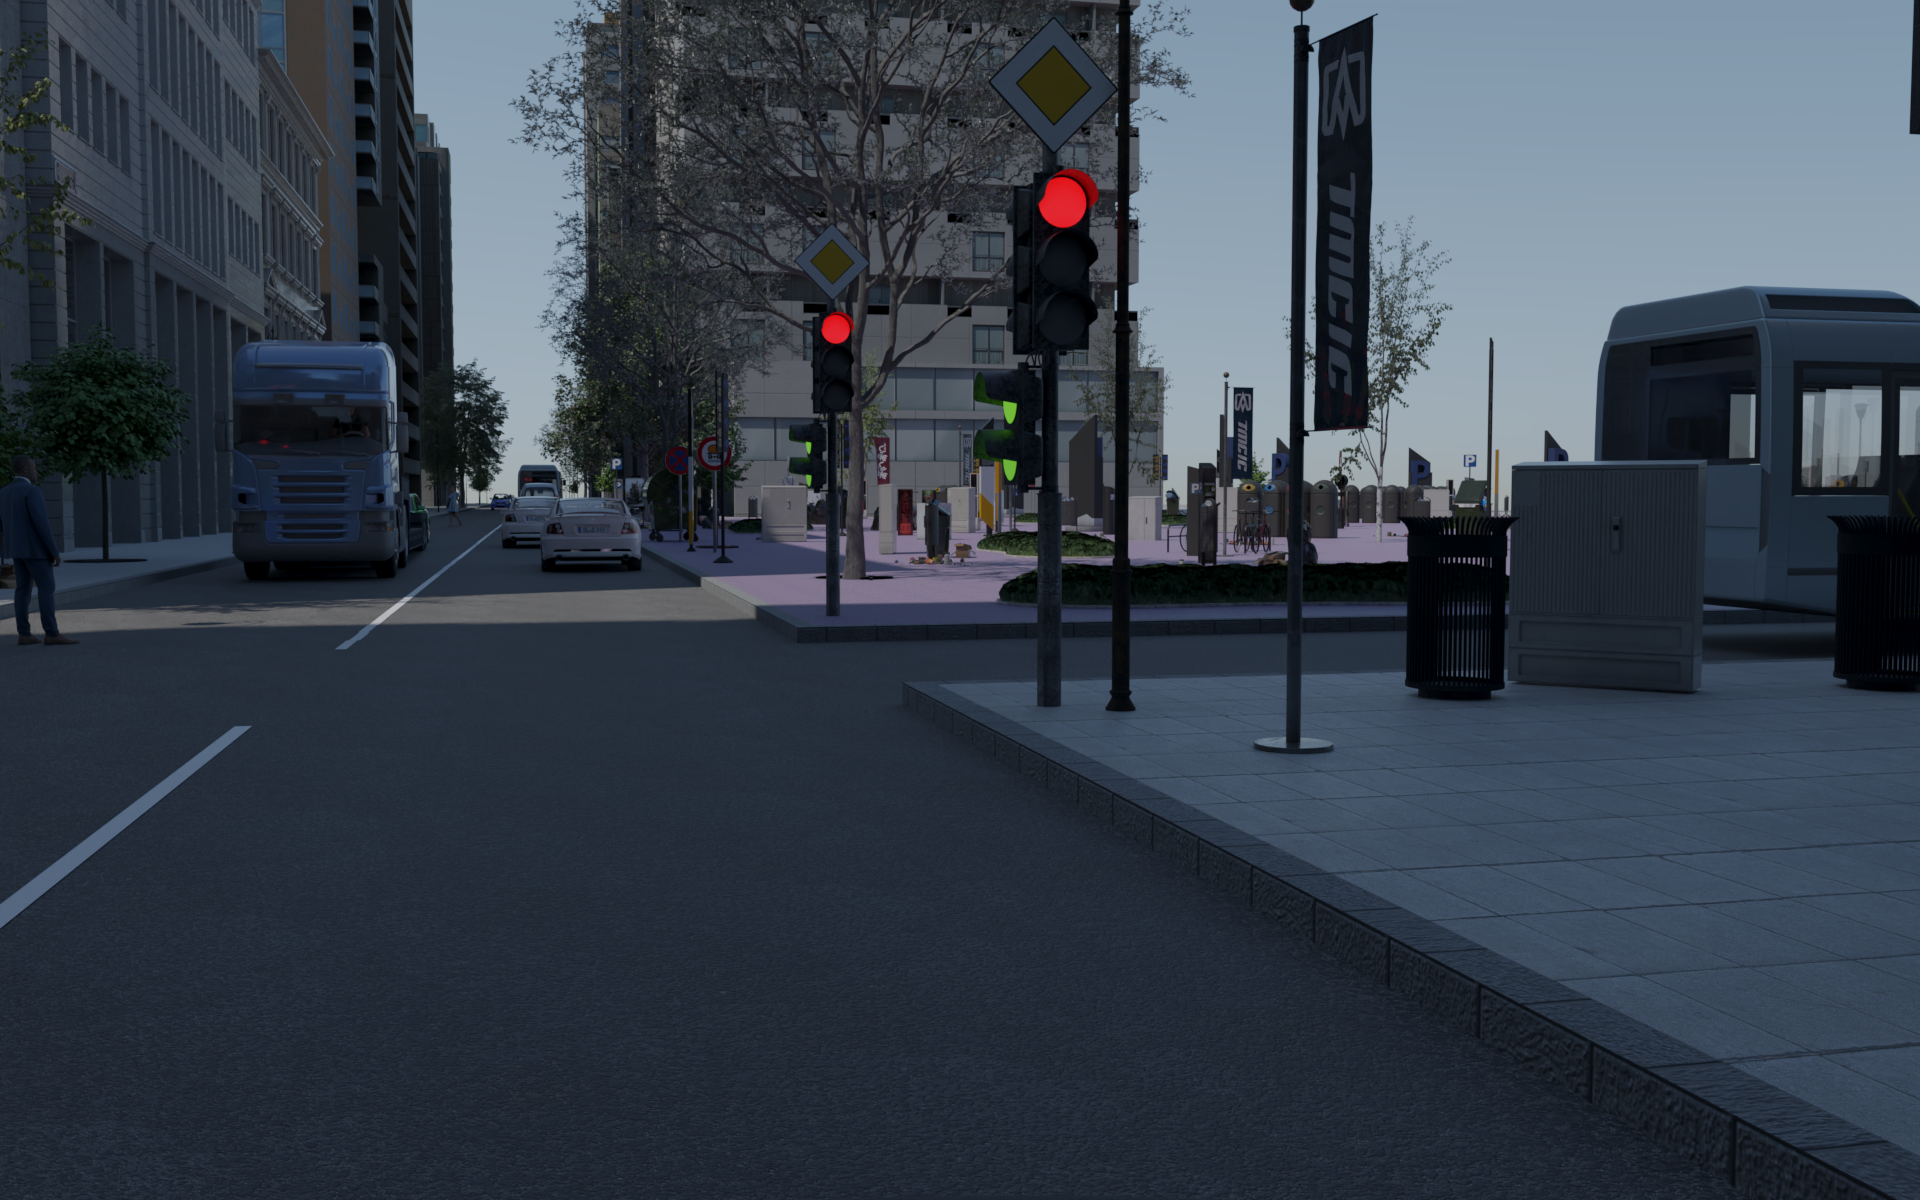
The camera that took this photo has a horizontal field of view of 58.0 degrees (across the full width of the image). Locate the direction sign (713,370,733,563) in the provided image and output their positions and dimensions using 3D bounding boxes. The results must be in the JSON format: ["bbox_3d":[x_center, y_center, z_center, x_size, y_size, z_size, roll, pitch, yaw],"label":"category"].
[{"bbox_3d":[-4.417,-2.459,32.200,0.379,3.537,0.876,0,4,6],"label":"direction sign"}]

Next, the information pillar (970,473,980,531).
[{"bbox_3d":[0.532,-3.434,60.640,0.304,2.012,0.304,1,4,19],"label":"information pillar"}]

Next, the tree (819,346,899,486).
[{"bbox_3d":[-4.966,-8.338,86.696,4.737,8.622,4.395,0,3,0],"label":"tree"}]

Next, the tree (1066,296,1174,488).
[{"bbox_3d":[5.984,-6.947,63.944,4.360,8.622,3.978,0,3,0],"label":"tree"}]

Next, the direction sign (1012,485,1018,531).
[{"bbox_3d":[1.859,-4.082,58.734,0.379,3.537,0.876,-2,4,-24],"label":"direction sign"}]

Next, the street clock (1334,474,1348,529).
[{"bbox_3d":[14.058,-3.628,63.894,0.471,2.002,0.358,3,5,44],"label":"street clock"}]

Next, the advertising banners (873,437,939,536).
[{"bbox_3d":[-1.660,-3.502,53.440,2.074,3.025,0.090,-1,4,-13],"label":"advertising banners"}]

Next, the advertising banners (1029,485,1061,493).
[{"bbox_3d":[3.470,-4.646,72.155,0.090,3.025,2.074,-3,5,-39],"label":"advertising banners"}]

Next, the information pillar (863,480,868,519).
[{"bbox_3d":[-4.978,-5.242,90.198,0.304,2.012,0.304,0,4,7],"label":"information pillar"}]

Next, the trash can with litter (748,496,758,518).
[{"bbox_3d":[-7.995,-3.583,69.646,1.678,1.210,2.233,2,4,32],"label":"trash can with litter"}]

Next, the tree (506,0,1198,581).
[{"bbox_3d":[-1.475,-7.062,25.830,12.009,13.543,11.850,0,3,0],"label":"tree"}]

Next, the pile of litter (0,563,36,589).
[{"bbox_3d":[-13.296,-0.618,24.067,1.176,0.858,1.719,0,4,-7],"label":"pile of litter"}]

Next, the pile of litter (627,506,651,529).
[{"bbox_3d":[-11.958,-3.060,64.000,1.176,0.858,1.719,-1,4,-18],"label":"pile of litter"}]

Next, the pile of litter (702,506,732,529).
[{"bbox_3d":[-8.876,-3.070,64.161,1.176,0.858,1.719,3,5,41],"label":"pile of litter"}]

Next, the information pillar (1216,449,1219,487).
[{"bbox_3d":[13.435,-5.988,89.253,0.504,3.616,0.183,0,4,-6],"label":"information pillar"}]

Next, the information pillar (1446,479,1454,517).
[{"bbox_3d":[24.462,-5.017,86.521,0.304,2.012,0.304,0,4,1],"label":"information pillar"}]

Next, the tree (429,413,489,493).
[{"bbox_3d":[-44.011,-12.273,151.018,4.737,8.622,4.395,0,3,0],"label":"tree"}]

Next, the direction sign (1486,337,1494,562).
[{"bbox_3d":[7.797,-2.049,25.506,0.379,3.537,0.876,1,4,19],"label":"direction sign"}]

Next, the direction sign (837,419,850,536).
[{"bbox_3d":[-3.595,-3.710,52.656,0.379,3.537,0.876,3,5,41],"label":"direction sign"}]

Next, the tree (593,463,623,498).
[{"bbox_3d":[-19.407,-6.207,96.091,1.663,3.219,1.824,0,3,0],"label":"tree"}]

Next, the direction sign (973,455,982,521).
[{"bbox_3d":[1.030,-5.546,82.679,0.876,3.537,0.379,1,4,22],"label":"direction sign"}]

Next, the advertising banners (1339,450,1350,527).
[{"bbox_3d":[15.162,-4.416,68.385,0.090,3.025,2.074,0,4,2],"label":"advertising banners"}]

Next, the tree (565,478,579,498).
[{"bbox_3d":[-43.149,-12.188,193.872,1.663,3.219,1.824,0,3,0],"label":"tree"}]

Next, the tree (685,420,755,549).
[{"bbox_3d":[-5.675,-2.855,41.280,1.663,3.219,1.824,0,3,0],"label":"tree"}]

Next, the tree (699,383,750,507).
[{"bbox_3d":[-12.747,-8.379,87.365,4.360,8.622,3.978,0,3,0],"label":"tree"}]

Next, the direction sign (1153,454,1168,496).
[{"bbox_3d":[11.412,-6.526,98.701,0.876,3.537,0.379,0,4,-6],"label":"direction sign"}]

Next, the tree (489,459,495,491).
[{"bbox_3d":[-59.056,-16.056,212.878,4.737,8.622,4.395,0,3,0],"label":"tree"}]

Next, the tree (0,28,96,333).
[{"bbox_3d":[-12.507,-4.253,19.897,4.737,8.622,4.395,0,3,0],"label":"tree"}]

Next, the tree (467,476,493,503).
[{"bbox_3d":[-67.369,-15.879,243.328,4.285,4.588,4.351,0,3,0],"label":"tree"}]

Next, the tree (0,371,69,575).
[{"bbox_3d":[-15.042,-1.989,27.116,1.663,3.219,1.824,0,3,0],"label":"tree"}]

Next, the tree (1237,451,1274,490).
[{"bbox_3d":[13.200,-5.090,77.820,1.663,3.219,1.824,0,3,0],"label":"tree"}]

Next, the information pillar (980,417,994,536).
[{"bbox_3d":[0.823,-3.737,52.452,0.504,3.616,0.183,-2,4,-32],"label":"information pillar"}]

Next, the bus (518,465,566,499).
[{"bbox_3d":[-27.663,-7.319,114.527,2.948,3.499,13.247,-1,4,-12],"label":"bus"}]

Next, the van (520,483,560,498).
[{"bbox_3d":[-16.573,-3.754,68.388,2.013,2.044,4.112,-1,4,-13],"label":"van"}]

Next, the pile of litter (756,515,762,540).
[{"bbox_3d":[-5.127,-2.122,48.654,1.176,0.858,1.719,-1,4,-13],"label":"pile of litter"}]

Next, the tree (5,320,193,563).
[{"bbox_3d":[-16.303,-2.998,32.729,4.285,4.588,4.351,0,3,0],"label":"tree"}]

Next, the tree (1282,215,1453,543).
[{"bbox_3d":[10.930,-5.836,45.788,4.360,8.622,3.978,0,3,0],"label":"tree"}]

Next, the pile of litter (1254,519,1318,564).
[{"bbox_3d":[5.615,-0.979,29.972,1.176,0.858,1.719,3,4,38],"label":"pile of litter"}]

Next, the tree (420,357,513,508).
[{"bbox_3d":[-46.332,-15.521,160.420,9.857,13.997,8.962,0,3,0],"label":"tree"}]

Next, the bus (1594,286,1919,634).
[{"bbox_3d":[13.103,-1.403,17.792,13.247,3.499,2.948,-1,4,-14],"label":"bus"}]

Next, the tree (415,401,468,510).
[{"bbox_3d":[-40.847,-11.438,137.378,4.360,8.622,3.978,0,3,0],"label":"tree"}]

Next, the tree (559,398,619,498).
[{"bbox_3d":[-26.921,-10.739,125.938,4.360,8.622,3.978,0,3,0],"label":"tree"}]

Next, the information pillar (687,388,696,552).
[{"bbox_3d":[-6.011,-2.894,38.672,0.183,3.616,0.504,0,4,-6],"label":"information pillar"}]

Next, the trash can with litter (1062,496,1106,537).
[{"bbox_3d":[3.569,-2.465,51.363,2.233,1.210,1.678,1,4,22],"label":"trash can with litter"}]

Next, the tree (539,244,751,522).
[{"bbox_3d":[-14.237,-9.872,78.422,9.611,12.733,9.660,0,3,0],"label":"tree"}]
